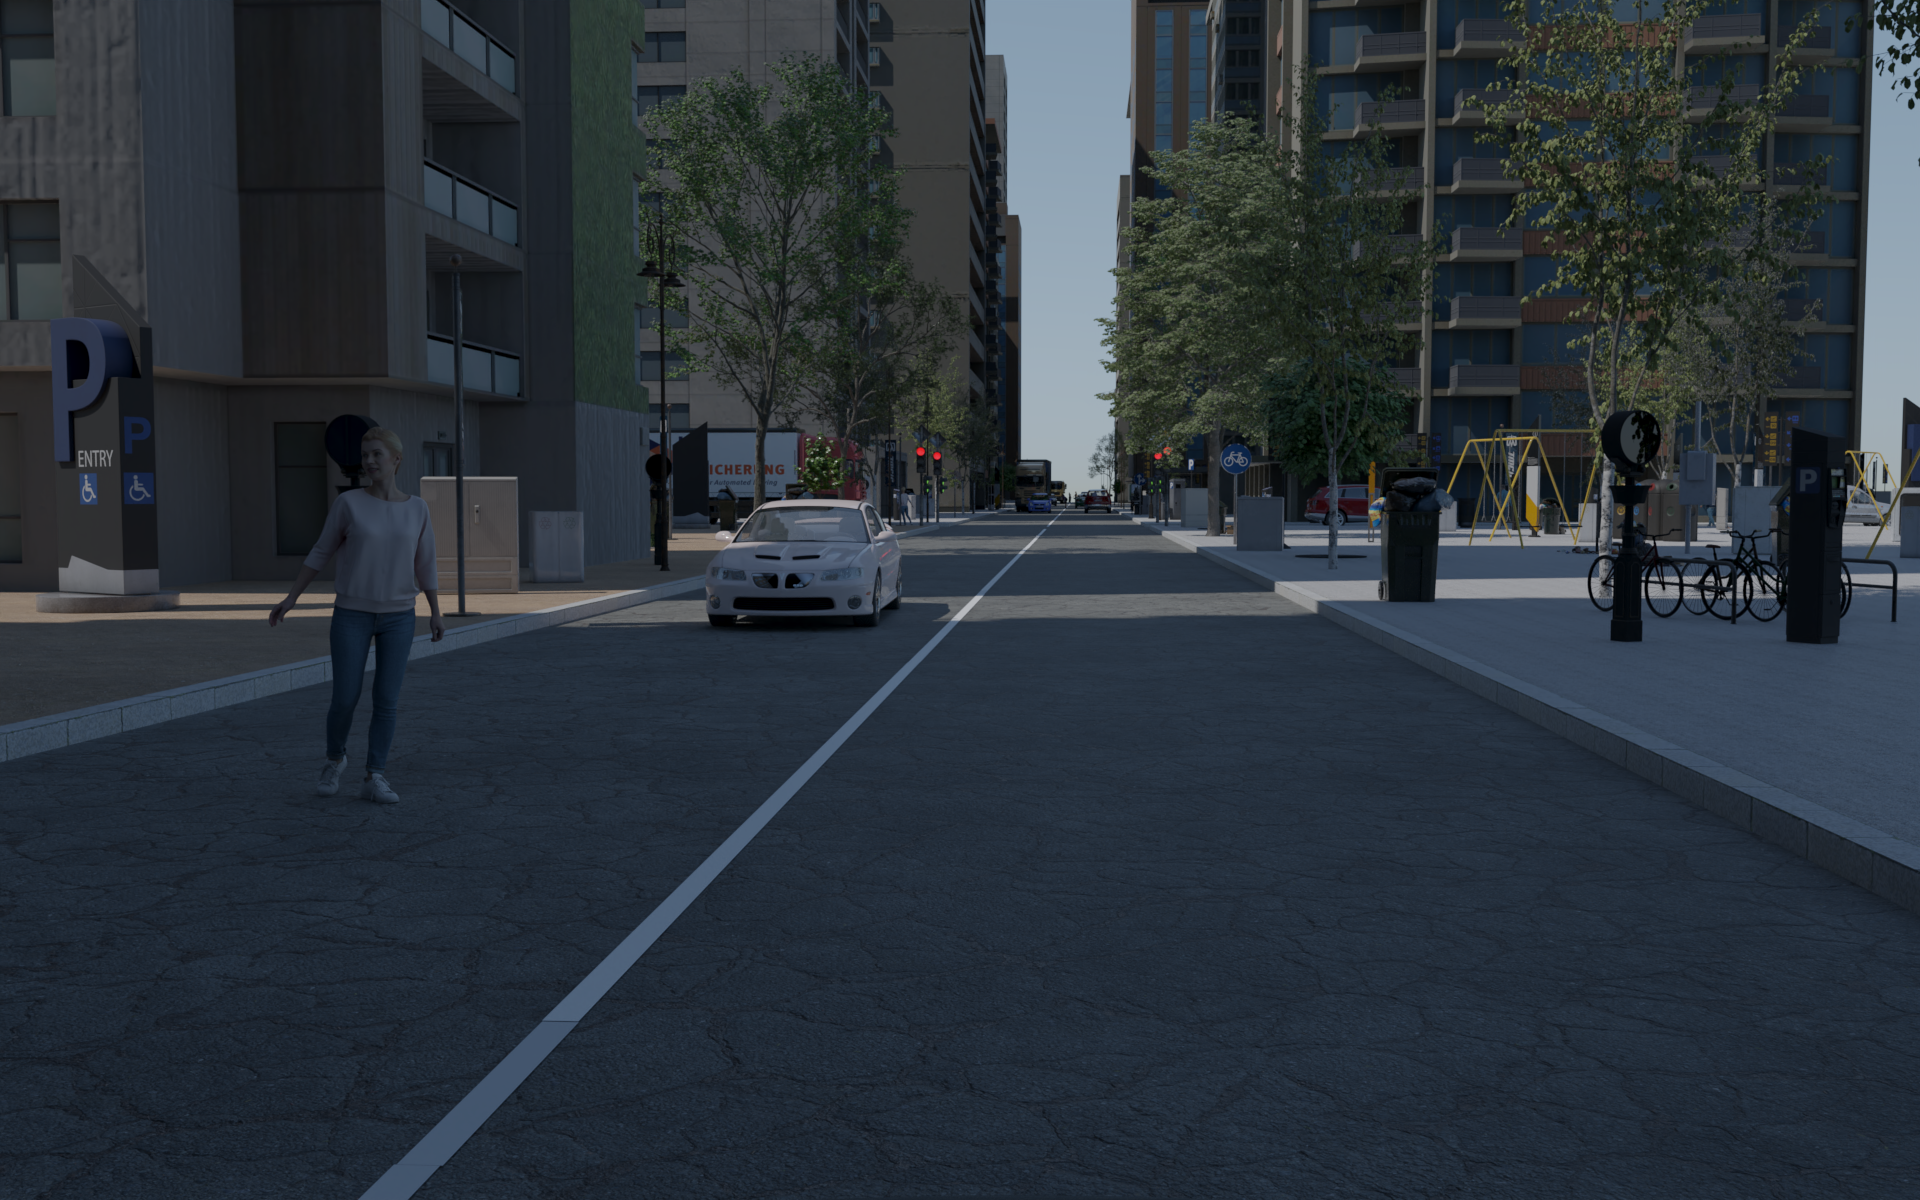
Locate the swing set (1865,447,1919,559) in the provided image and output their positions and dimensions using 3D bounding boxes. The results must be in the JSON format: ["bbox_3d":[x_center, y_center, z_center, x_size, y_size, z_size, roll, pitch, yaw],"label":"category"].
[{"bbox_3d":[18.779,-2.093,31.839,3.119,2.851,2.862,-2,4,-32],"label":"swing set"}]

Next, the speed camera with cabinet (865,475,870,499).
[{"bbox_3d":[-5.292,-5.367,82.090,2.038,3.252,0.660,-2,4,-25],"label":"speed camera with cabinet"}]

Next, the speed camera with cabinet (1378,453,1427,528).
[{"bbox_3d":[16.910,-4.362,65.659,2.038,3.252,0.660,3,5,43],"label":"speed camera with cabinet"}]

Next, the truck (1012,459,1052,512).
[{"bbox_3d":[6.005,-9.347,141.733,2.839,4.237,11.283,0,4,6],"label":"truck"}]

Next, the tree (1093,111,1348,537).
[{"bbox_3d":[8.052,-8.177,51.828,7.486,12.596,7.792,0,3,0],"label":"tree"}]

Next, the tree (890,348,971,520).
[{"bbox_3d":[-1.272,-8.323,86.448,4.737,8.622,4.395,0,3,0],"label":"tree"}]

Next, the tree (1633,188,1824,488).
[{"bbox_3d":[19.034,-5.631,42.424,4.360,8.622,3.978,0,3,0],"label":"tree"}]

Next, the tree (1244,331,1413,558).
[{"bbox_3d":[7.454,-3.142,35.080,4.285,4.588,4.351,0,3,0],"label":"tree"}]

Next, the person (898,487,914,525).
[{"bbox_3d":[-2.262,-4.014,74.809,0.598,1.740,0.731,3,5,41],"label":"person"}]

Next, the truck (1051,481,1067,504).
[{"bbox_3d":[13.863,-15.622,251.341,3.469,3.379,9.791,0,4,5],"label":"truck"}]

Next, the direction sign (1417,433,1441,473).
[{"bbox_3d":[17.328,-4.408,64.060,0.876,3.537,0.379,0,4,3],"label":"direction sign"}]

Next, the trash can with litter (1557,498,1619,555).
[{"bbox_3d":[13.798,-1.614,37.448,1.678,1.210,2.233,-1,4,-13],"label":"trash can with litter"}]

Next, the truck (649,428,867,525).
[{"bbox_3d":[-9.039,-5.223,74.311,11.283,4.237,2.839,0,4,3],"label":"truck"}]

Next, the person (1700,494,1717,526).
[{"bbox_3d":[31.344,-3.883,72.335,0.721,1.781,0.623,3,4,36],"label":"person"}]

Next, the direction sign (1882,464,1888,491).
[{"bbox_3d":[69.317,-8.429,129.811,0.876,3.537,0.379,-3,5,-40],"label":"direction sign"}]

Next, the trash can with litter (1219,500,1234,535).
[{"bbox_3d":[8.467,-2.683,55.254,1.055,1.170,0.624,2,4,34],"label":"trash can with litter"}]

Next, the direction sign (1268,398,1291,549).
[{"bbox_3d":[7.574,-2.968,40.529,0.379,3.537,0.876,-3,5,-43],"label":"direction sign"}]

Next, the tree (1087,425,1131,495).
[{"bbox_3d":[20.616,-18.397,235.196,7.601,10.594,8.767,1,4,17],"label":"tree"}]

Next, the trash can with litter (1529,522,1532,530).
[{"bbox_3d":[20.509,-3.064,61.490,0.624,1.170,1.055,1,4,16],"label":"trash can with litter"}]

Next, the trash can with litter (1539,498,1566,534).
[{"bbox_3d":[18.833,-2.668,55.001,0.624,1.170,1.055,3,5,41],"label":"trash can with litter"}]

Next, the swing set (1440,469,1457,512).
[{"bbox_3d":[15.166,-3.127,48.746,2.862,2.851,3.119,-1,4,-19],"label":"swing set"}]

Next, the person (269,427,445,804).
[{"bbox_3d":[-2.856,0.065,8.109,0.731,1.740,0.598,-3,4,-38],"label":"person"}]

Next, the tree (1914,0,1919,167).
[{"bbox_3d":[8.331,-3.755,11.755,4.737,8.622,4.395,0,3,0],"label":"tree"}]

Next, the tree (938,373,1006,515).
[{"bbox_3d":[0.266,-9.445,104.784,4.360,8.622,3.978,0,3,0],"label":"tree"}]

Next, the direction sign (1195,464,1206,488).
[{"bbox_3d":[18.325,-8.553,131.830,0.876,3.537,0.379,2,4,29],"label":"direction sign"}]

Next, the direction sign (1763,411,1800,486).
[{"bbox_3d":[22.584,-3.406,47.685,0.876,3.537,0.379,2,4,28],"label":"direction sign"}]

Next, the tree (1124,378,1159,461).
[{"bbox_3d":[11.340,-9.014,97.748,4.737,8.622,4.395,0,3,0],"label":"tree"}]

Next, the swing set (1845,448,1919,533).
[{"bbox_3d":[33.270,-4.048,63.798,3.119,2.851,2.862,-3,5,-43],"label":"swing set"}]

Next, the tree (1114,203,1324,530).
[{"bbox_3d":[9.190,-8.351,62.287,9.928,11.665,9.643,0,3,0],"label":"tree"}]

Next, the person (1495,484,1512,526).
[{"bbox_3d":[22.868,-3.953,72.999,0.638,1.841,0.748,3,5,39],"label":"person"}]

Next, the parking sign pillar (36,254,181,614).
[{"bbox_3d":[-9.469,-1.877,19.158,1.447,3.967,1.447,2,4,34],"label":"parking sign pillar"}]

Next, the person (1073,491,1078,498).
[{"bbox_3d":[15.894,-14.045,238.151,0.705,1.822,1.348,-2,4,-23],"label":"person"}]

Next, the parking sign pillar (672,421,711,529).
[{"bbox_3d":[-9.994,-4.638,64.302,1.447,3.967,1.447,0,4,-1],"label":"parking sign pillar"}]

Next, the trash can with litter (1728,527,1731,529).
[{"bbox_3d":[28.734,-3.255,64.279,2.233,1.210,1.678,-3,4,-38],"label":"trash can with litter"}]

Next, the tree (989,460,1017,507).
[{"bbox_3d":[4.406,-11.215,167.081,4.285,4.588,4.351,0,3,0],"label":"tree"}]

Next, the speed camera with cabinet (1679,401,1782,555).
[{"bbox_3d":[16.440,-2.601,36.858,2.038,3.252,0.660,2,4,29],"label":"speed camera with cabinet"}]

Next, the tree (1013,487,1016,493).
[{"bbox_3d":[6.768,-12.690,202.088,1.663,3.219,1.824,0,3,0],"label":"tree"}]

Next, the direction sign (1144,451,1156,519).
[{"bbox_3d":[10.034,-6.030,90.579,0.876,3.537,0.379,-1,4,-10],"label":"direction sign"}]

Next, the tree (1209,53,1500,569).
[{"bbox_3d":[6.308,-4.816,29.107,4.737,8.622,4.395,0,3,0],"label":"tree"}]

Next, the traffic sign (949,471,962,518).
[{"bbox_3d":[-0.278,-5.783,94.661,0.768,2.556,0.104,0,4,5],"label":"traffic sign"}]

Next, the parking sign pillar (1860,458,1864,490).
[{"bbox_3d":[48.597,-6.473,94.306,1.447,3.967,1.447,0,4,-5],"label":"parking sign pillar"}]

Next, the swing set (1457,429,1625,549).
[{"bbox_3d":[14.220,-2.715,42.005,3.119,2.851,2.862,-1,4,-9],"label":"swing set"}]

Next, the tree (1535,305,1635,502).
[{"bbox_3d":[23.965,-7.021,65.156,4.360,8.622,3.978,0,3,0],"label":"tree"}]

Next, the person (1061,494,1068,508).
[{"bbox_3d":[10.481,-9.896,173.530,0.697,1.427,0.421,-1,4,-21],"label":"person"}]

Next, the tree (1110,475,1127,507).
[{"bbox_3d":[18.046,-12.282,195.414,1.663,3.219,1.824,0,3,0],"label":"tree"}]

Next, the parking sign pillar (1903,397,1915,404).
[{"bbox_3d":[26.988,-3.659,48.303,1.447,3.967,1.447,0,4,-1],"label":"parking sign pillar"}]

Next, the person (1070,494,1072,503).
[{"bbox_3d":[17.237,-15.740,269.070,0.599,1.433,0.991,-1,4,-10],"label":"person"}]

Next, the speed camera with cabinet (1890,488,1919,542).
[{"bbox_3d":[26.018,-3.168,46.132,2.038,3.252,0.660,1,4,22],"label":"speed camera with cabinet"}]

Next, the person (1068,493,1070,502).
[{"bbox_3d":[18.994,-17.783,300.046,0.445,1.727,0.742,0,4,3],"label":"person"}]

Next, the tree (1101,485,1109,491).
[{"bbox_3d":[25.412,-19.168,308.002,1.663,3.219,1.824,0,3,0],"label":"tree"}]

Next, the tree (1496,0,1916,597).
[{"bbox_3d":[8.267,-4.338,21.292,4.737,8.622,4.395,0,3,0],"label":"tree"}]

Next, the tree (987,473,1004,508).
[{"bbox_3d":[3.288,-10.223,161.750,1.663,3.219,1.824,0,3,0],"label":"tree"}]
